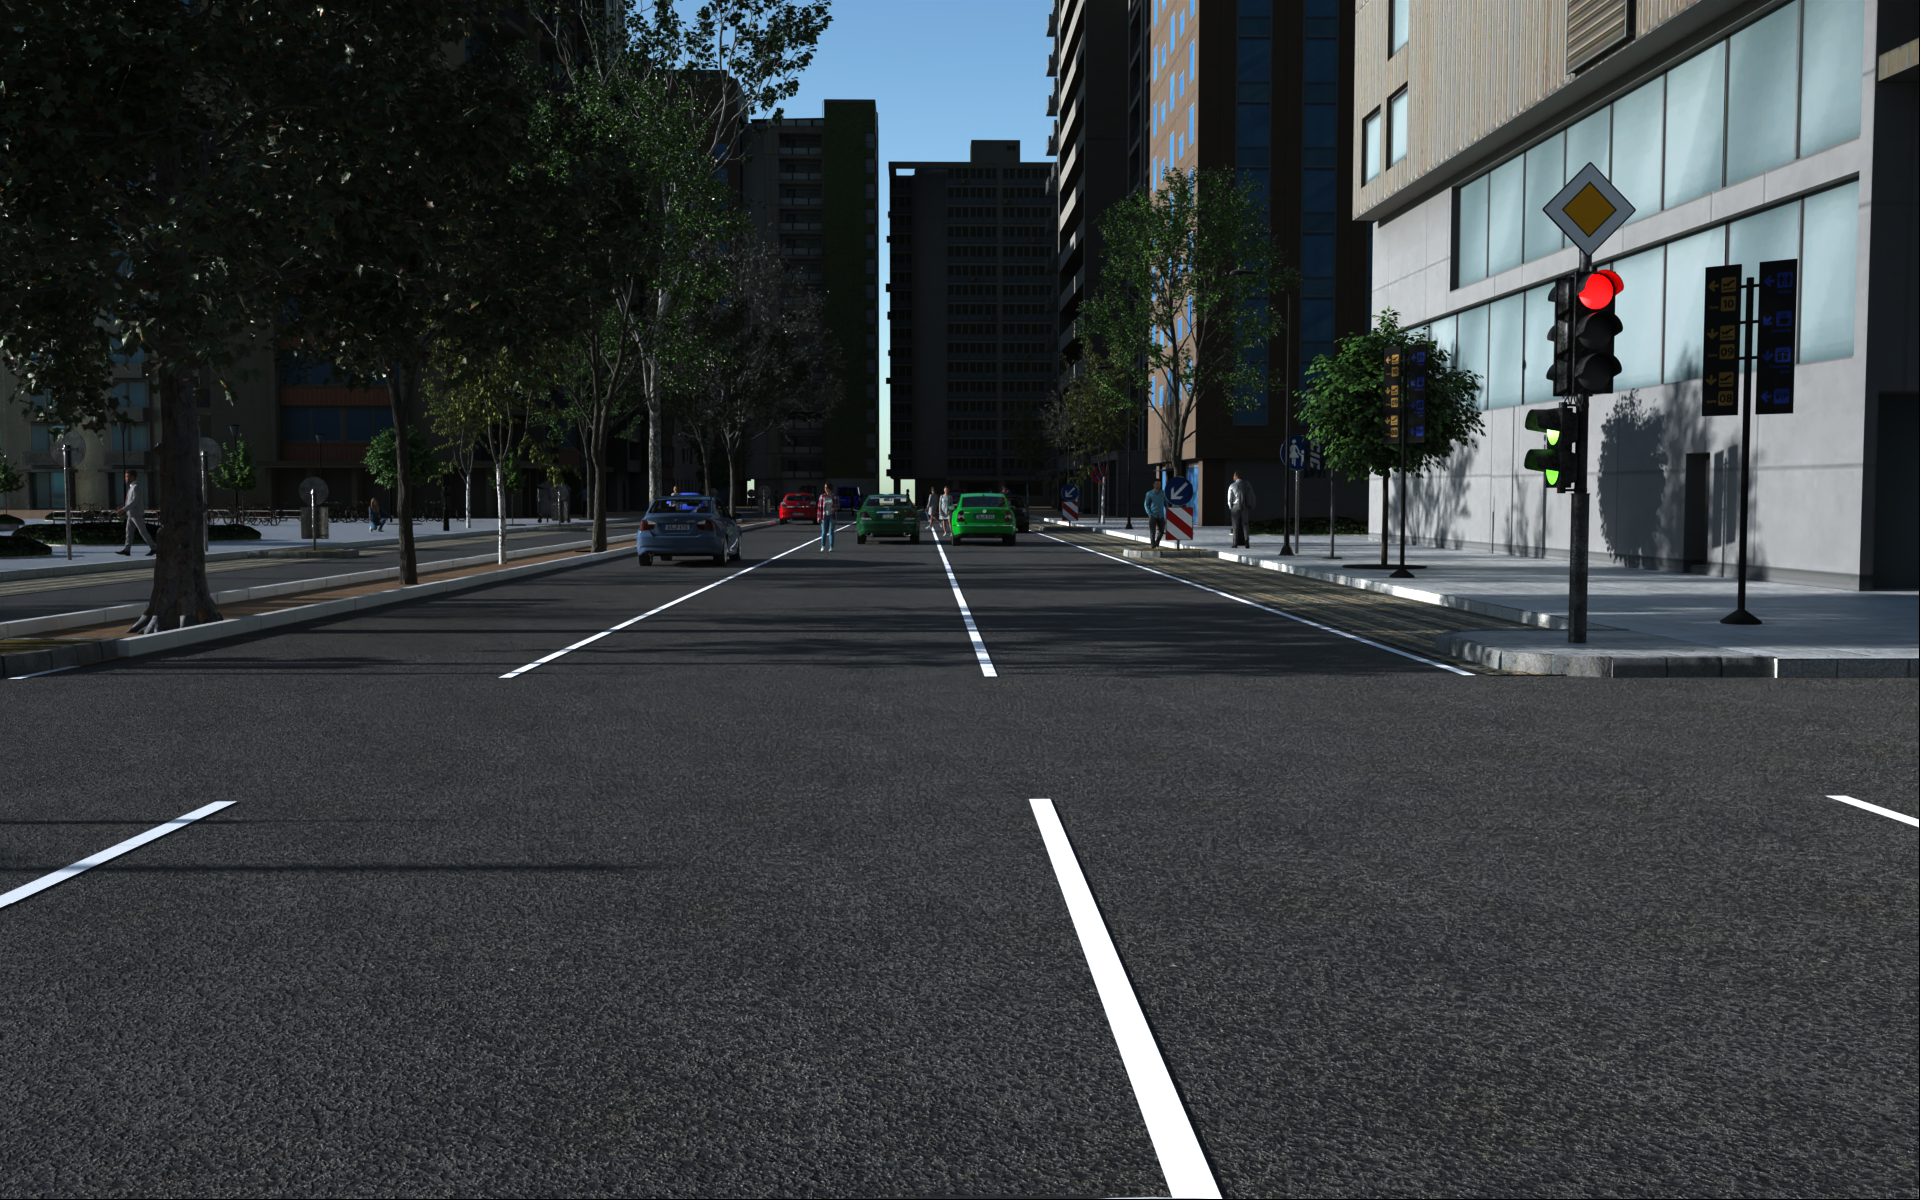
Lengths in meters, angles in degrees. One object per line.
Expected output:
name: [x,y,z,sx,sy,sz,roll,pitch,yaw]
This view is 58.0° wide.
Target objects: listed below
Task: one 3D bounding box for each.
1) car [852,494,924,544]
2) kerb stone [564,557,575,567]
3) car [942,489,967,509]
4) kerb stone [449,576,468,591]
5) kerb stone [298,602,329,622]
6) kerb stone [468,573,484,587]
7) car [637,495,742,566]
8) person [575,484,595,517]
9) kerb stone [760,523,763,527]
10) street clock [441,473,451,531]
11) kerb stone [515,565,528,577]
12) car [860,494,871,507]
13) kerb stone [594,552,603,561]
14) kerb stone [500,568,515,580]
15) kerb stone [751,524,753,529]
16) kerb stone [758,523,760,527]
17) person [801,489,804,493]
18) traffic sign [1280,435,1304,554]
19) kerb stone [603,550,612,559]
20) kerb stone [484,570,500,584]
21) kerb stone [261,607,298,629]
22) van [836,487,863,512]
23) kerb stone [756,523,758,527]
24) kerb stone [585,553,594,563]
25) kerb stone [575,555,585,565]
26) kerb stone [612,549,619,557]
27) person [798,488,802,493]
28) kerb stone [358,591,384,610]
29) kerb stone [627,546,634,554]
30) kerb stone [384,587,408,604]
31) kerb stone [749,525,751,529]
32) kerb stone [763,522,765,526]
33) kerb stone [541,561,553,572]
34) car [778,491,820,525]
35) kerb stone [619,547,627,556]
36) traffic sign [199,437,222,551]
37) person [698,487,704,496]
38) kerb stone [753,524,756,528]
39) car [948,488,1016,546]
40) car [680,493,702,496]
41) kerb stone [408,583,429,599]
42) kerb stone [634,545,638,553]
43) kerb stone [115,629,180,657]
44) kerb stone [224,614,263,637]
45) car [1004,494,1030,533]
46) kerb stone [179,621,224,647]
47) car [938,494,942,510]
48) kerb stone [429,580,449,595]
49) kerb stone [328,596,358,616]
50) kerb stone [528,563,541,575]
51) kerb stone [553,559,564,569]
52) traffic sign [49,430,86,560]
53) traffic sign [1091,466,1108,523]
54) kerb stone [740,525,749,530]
car: [-2.118,-2.402,51.069,2.131,1.459,4.920,0,4,-2]
kerb stone: [-7.807,-0.732,34.172,0.120,0.150,1.000,0,4,-1]
car: [-0.280,-7.579,132.591,2.281,1.827,5.304,0,4,-1]
kerb stone: [-7.608,-0.226,25.950,0.120,0.150,1.000,0,4,-1]
kerb stone: [-7.471,0.146,19.800,0.120,0.150,1.000,0,4,-1]
kerb stone: [-7.639,-0.289,26.982,0.120,0.150,1.000,0,4,-1]
car: [-5.563,-1.457,35.830,2.014,1.417,4.499,0,4,-1]
person: [-20.886,-5.544,96.680,1.348,1.826,0.705,0,4,6]
kerb stone: [-8.778,-3.241,75.178,0.120,0.150,1.000,0,4,-1]
street clock: [-17.906,-3.409,60.308,0.358,2.002,0.471,-2,4,-26]
kerb stone: [-7.708,-0.481,30.053,0.120,0.150,1.000,0,4,-1]
car: [-8.447,-8.850,156.694,2.014,1.417,4.499,0,4,-2]
kerb stone: [-7.885,-0.921,37.252,0.120,0.150,1.000,0,4,-1]
kerb stone: [-7.687,-0.415,29.029,0.120,0.150,1.000,0,4,-1]
kerb stone: [-8.688,-2.990,71.088,0.120,0.150,1.000,0,4,-1]
kerb stone: [-8.758,-3.178,74.156,0.120,0.150,1.000,0,4,-1]
person: [-10.245,-6.294,112.079,0.621,1.740,0.551,0,4,8]
traffic sign: [7.265,-2.275,37.297,0.768,2.556,0.104,0,4,1]
kerb stone: [-7.905,-0.971,38.274,0.120,0.150,1.000,0,4,-1]
kerb stone: [-7.670,-0.355,28.007,0.120,0.150,1.000,0,4,-1]
kerb stone: [-7.445,0.209,18.772,0.120,0.150,1.000,0,4,-1]
van: [-9.110,-8.411,141.897,2.240,2.365,5.245,0,4,-2]
kerb stone: [-8.737,-3.115,73.134,0.120,0.150,1.000,0,4,-1]
kerb stone: [-7.866,-0.852,36.230,0.120,0.150,1.000,0,4,-1]
kerb stone: [-7.828,-0.795,35.195,0.120,0.150,1.000,0,4,-1]
kerb stone: [-7.937,-1.040,39.298,0.120,0.150,1.000,0,4,-1]
person: [-9.725,-5.901,104.993,1.348,1.823,0.705,1,4,13]
kerb stone: [-7.515,0.021,21.848,0.120,0.150,1.000,0,4,-1]
kerb stone: [-7.985,-1.171,41.342,0.120,0.150,1.000,0,4,-1]
kerb stone: [-7.543,-0.042,22.883,0.120,0.150,1.000,0,4,-1]
kerb stone: [-8.662,-2.928,70.066,0.120,0.150,1.000,0,4,-1]
kerb stone: [-8.808,-3.303,76.200,0.120,0.150,1.000,0,4,-1]
kerb stone: [-7.763,-0.602,32.108,0.120,0.150,1.000,0,4,-1]
car: [-7.560,-4.453,81.848,2.155,1.783,4.494,0,4,-3]
kerb stone: [-7.955,-1.101,40.321,0.120,0.150,1.000,0,4,-1]
traffic sign: [-16.866,-2.359,38.677,0.768,2.556,0.104,0,4,3]
person: [-20.769,-8.139,139.134,1.348,1.821,0.705,-1,4,-21]
kerb stone: [-8.705,-3.050,72.112,0.120,0.150,1.000,0,4,-1]
car: [0.636,-2.482,49.380,1.959,1.807,4.718,0,4,-1]
car: [-13.124,-4.525,83.569,1.945,1.707,3.694,0,4,-2]
kerb stone: [-7.569,-0.104,23.905,0.120,0.150,1.000,0,4,-1]
kerb stone: [-8.010,-1.229,42.367,0.120,0.150,1.000,0,4,-1]
kerb stone: [-7.369,0.397,15.706,0.120,0.150,1.000,0,4,-1]
kerb stone: [-7.419,0.273,17.750,0.120,0.150,1.000,0,4,-1]
car: [1.639,-3.367,64.831,2.009,1.686,4.222,0,4,-2]
kerb stone: [-7.395,0.334,16.728,0.120,0.150,1.000,0,4,-1]
car: [-1.291,-8.868,155.216,2.015,1.641,3.980,0,4,0]
kerb stone: [-7.595,-0.167,24.927,0.120,0.150,1.000,0,4,-1]
kerb stone: [-7.497,0.086,20.822,0.120,0.150,1.000,0,4,-1]
kerb stone: [-7.736,-0.543,31.075,0.120,0.150,1.000,0,4,-1]
kerb stone: [-7.791,-0.669,33.139,0.120,0.150,1.000,0,4,-1]
traffic sign: [-17.363,-2.054,33.689,0.768,2.556,0.104,0,4,7]
traffic sign: [6.271,-4.758,77.898,0.768,2.556,0.104,0,4,7]
kerb stone: [-8.629,-2.864,69.041,0.120,0.150,1.000,0,4,-1]
